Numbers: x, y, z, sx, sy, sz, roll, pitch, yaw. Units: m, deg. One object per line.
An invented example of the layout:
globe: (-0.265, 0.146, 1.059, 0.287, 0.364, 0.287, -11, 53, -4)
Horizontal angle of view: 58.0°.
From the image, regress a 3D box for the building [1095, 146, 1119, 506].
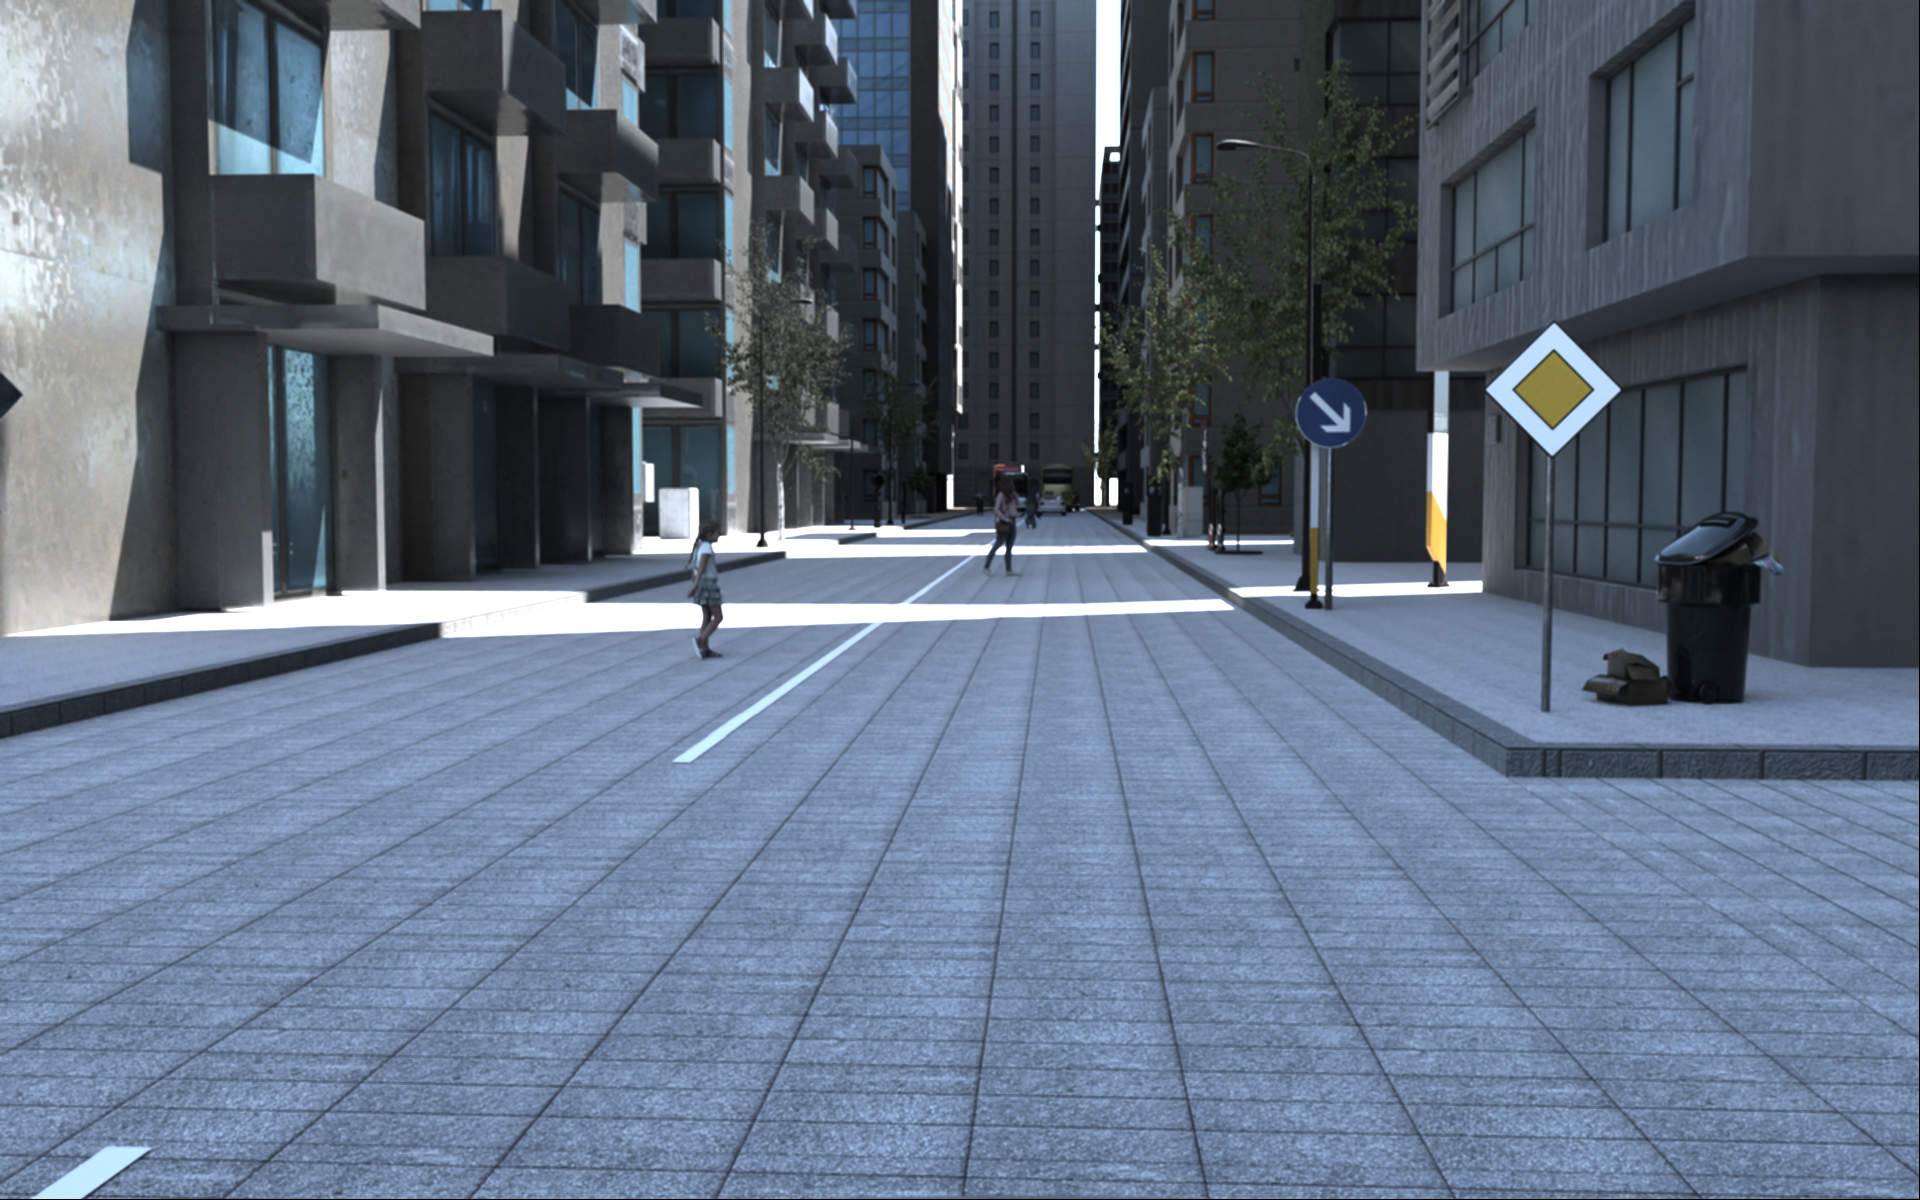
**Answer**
building: (26.477, -30.076, 183.623, 23.993, 40.220, 32.217, 0, 4, 3)

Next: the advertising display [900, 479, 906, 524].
advertising display: (-2.463, -4.269, 75.017, 0.123, 1.923, 0.974, -1, 4, -8)

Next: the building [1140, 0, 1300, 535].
building: (21.621, -13.604, 67.463, 27.650, 21.520, 28.899, 0, 4, 3)

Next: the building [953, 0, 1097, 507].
building: (-0.096, -39.011, 179.828, 28.212, 58.520, 21.231, 0, 4, 3)

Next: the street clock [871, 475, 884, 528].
street clock: (-3.115, -3.713, 65.269, 0.471, 2.002, 0.358, -3, 4, -37)

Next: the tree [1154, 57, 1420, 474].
tree: (5.669, -4.811, 29.024, 4.737, 8.622, 4.395, 0, 3, 0)

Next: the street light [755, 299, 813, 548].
street light: (-4.201, -4.209, 41.355, 1.470, 5.913, 1.316, 0, 4, 3)

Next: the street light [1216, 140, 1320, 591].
street light: (4.062, -3.079, 22.878, 1.470, 5.913, 1.316, 0, 4, 3)

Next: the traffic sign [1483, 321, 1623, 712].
traffic sign: (3.449, -0.398, 10.146, 0.795, 2.450, 0.064, 0, 4, 3)

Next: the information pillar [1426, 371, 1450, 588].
information pillar: (6.543, -1.979, 23.706, 0.183, 3.616, 0.504, 3, 5, 40)

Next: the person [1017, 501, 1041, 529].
person: (2.831, -3.509, 71.376, 1.012, 1.151, 0.738, 0, 4, 4)

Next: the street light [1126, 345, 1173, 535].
street light: (5.945, -4.989, 54.114, 1.470, 5.913, 1.316, 0, 4, 3)

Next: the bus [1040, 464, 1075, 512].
bus: (7.848, -9.047, 139.461, 2.896, 3.916, 12.252, 0, 4, 3)

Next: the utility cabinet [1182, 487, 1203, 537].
utility cabinet: (6.851, -2.618, 51.487, 0.318, 1.500, 1.173, 2, 4, 30)

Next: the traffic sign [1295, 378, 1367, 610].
traffic sign: (4.087, -1.164, 19.130, 0.768, 2.556, 0.104, 1, 4, 13)

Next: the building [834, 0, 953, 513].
building: (-7.883, -28.840, 121.640, 14.600, 45.320, 14.200, 0, 4, 3)

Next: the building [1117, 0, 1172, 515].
building: (21.779, -30.174, 117.050, 21.300, 48.544, 21.600, 0, 4, 3)

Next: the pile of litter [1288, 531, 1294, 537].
pile of litter: (10.311, -2.295, 51.492, 1.176, 0.858, 1.719, 2, 4, 33)

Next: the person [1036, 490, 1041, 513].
person: (5.551, -6.877, 121.875, 0.436, 1.711, 0.756, 0, 4, 2)

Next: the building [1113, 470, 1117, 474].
building: (24.895, -32.005, 142.896, 23.786, 49.044, 30.456, 0, 4, 3)

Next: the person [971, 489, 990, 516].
person: (1.328, -6.347, 113.010, 1.217, 1.736, 0.721, -1, 4, -10)

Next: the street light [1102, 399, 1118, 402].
street light: (7.631, -6.874, 84.924, 1.470, 5.913, 1.316, 0, 4, 3)

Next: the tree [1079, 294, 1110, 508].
tree: (6.036, -6.045, 49.205, 4.737, 8.622, 4.395, 0, 3, 0)

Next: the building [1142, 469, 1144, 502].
building: (20.916, -40.158, 94.830, 20.563, 71.187, 20.611, 0, 4, 3)

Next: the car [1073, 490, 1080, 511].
car: (9.256, -8.596, 149.223, 2.281, 1.827, 5.304, 0, 4, 2)

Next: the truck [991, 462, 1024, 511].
truck: (4.341, -10.126, 154.471, 2.839, 4.237, 11.283, 0, 4, 3)

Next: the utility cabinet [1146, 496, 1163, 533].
utility cabinet: (6.372, -2.792, 56.817, 0.306, 1.237, 1.020, -1, 4, -9)

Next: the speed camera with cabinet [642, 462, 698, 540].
speed camera with cabinet: (-8.486, -3.357, 49.228, 2.038, 3.252, 0.660, 1, 4, 16)

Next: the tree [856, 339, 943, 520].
tree: (-3.092, -8.121, 83.148, 4.737, 8.622, 4.395, 0, 3, 0)

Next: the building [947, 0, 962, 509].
building: (-13.512, -34.103, 146.828, 27.495, 52.752, 28.713, 0, 4, 3)

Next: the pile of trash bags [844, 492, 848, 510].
pile of trash bags: (-7.169, -4.596, 84.897, 3.447, 1.369, 1.912, 1, 4, 11)

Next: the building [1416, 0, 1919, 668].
building: (12.425, -20.230, 14.358, 14.086, 41.232, 14.154, 0, 4, 3)

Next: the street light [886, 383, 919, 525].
street light: (-2.391, -6.117, 72.558, 1.470, 5.913, 1.316, 0, 4, 3)

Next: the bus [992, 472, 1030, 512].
bus: (4.292, -8.913, 140.582, 2.948, 3.499, 13.247, 0, 4, 3)

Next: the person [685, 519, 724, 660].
person: (-2.279, -0.100, 15.151, 0.382, 1.210, 0.505, -2, 4, -29)

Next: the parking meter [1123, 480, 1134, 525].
parking meter: (7.027, -4.080, 72.417, 0.399, 1.863, 0.255, 2, 4, 32)

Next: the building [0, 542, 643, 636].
building: (-17.528, -24.848, 25.871, 23.786, 49.044, 30.456, 0, 4, 3)

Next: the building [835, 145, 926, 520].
building: (-16.880, -15.666, 101.182, 27.650, 21.520, 28.899, 0, 4, 3)

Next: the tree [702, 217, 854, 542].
tree: (-4.786, -5.856, 46.103, 4.360, 8.622, 3.978, 0, 3, 0)

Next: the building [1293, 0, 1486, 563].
building: (14.323, -16.295, 38.117, 14.160, 30.474, 14.107, 0, 4, 3)

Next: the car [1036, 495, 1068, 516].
car: (6.135, -6.300, 115.367, 2.083, 1.381, 4.827, 0, 4, 3)

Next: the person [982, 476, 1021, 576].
person: (0.729, -1.301, 30.357, 0.643, 1.750, 0.593, 2, 4, 26)

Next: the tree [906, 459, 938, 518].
tree: (-2.251, -6.082, 94.048, 1.663, 3.219, 1.824, 0, 3, 0)

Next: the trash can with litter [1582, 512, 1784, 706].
trash can with litter: (4.432, 0.046, 10.640, 1.055, 1.170, 0.624, -1, 4, -18)

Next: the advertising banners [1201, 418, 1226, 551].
advertising banners: (5.728, -2.635, 39.269, 0.090, 3.025, 2.074, 0, 4, -6)

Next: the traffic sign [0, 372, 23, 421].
traffic sign: (-6.178, -0.433, 10.726, 0.795, 2.450, 0.064, 0, 4, 3)

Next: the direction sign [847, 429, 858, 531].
direction sign: (-3.787, -4.207, 60.778, 0.379, 3.537, 0.876, 0, 4, -5)

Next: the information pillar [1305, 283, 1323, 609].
information pillar: (4.011, -1.722, 19.504, 0.183, 3.616, 0.504, 1, 4, 13)

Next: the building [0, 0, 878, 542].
building: (-15.834, -27.193, 64.221, 23.786, 49.044, 30.456, 0, 4, 3)

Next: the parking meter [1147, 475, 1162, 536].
parking meter: (5.918, -2.870, 52.637, 0.399, 1.863, 0.255, 3, 5, 43)

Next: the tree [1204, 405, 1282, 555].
tree: (5.860, -2.593, 37.000, 1.663, 3.219, 1.824, 0, 3, 0)
